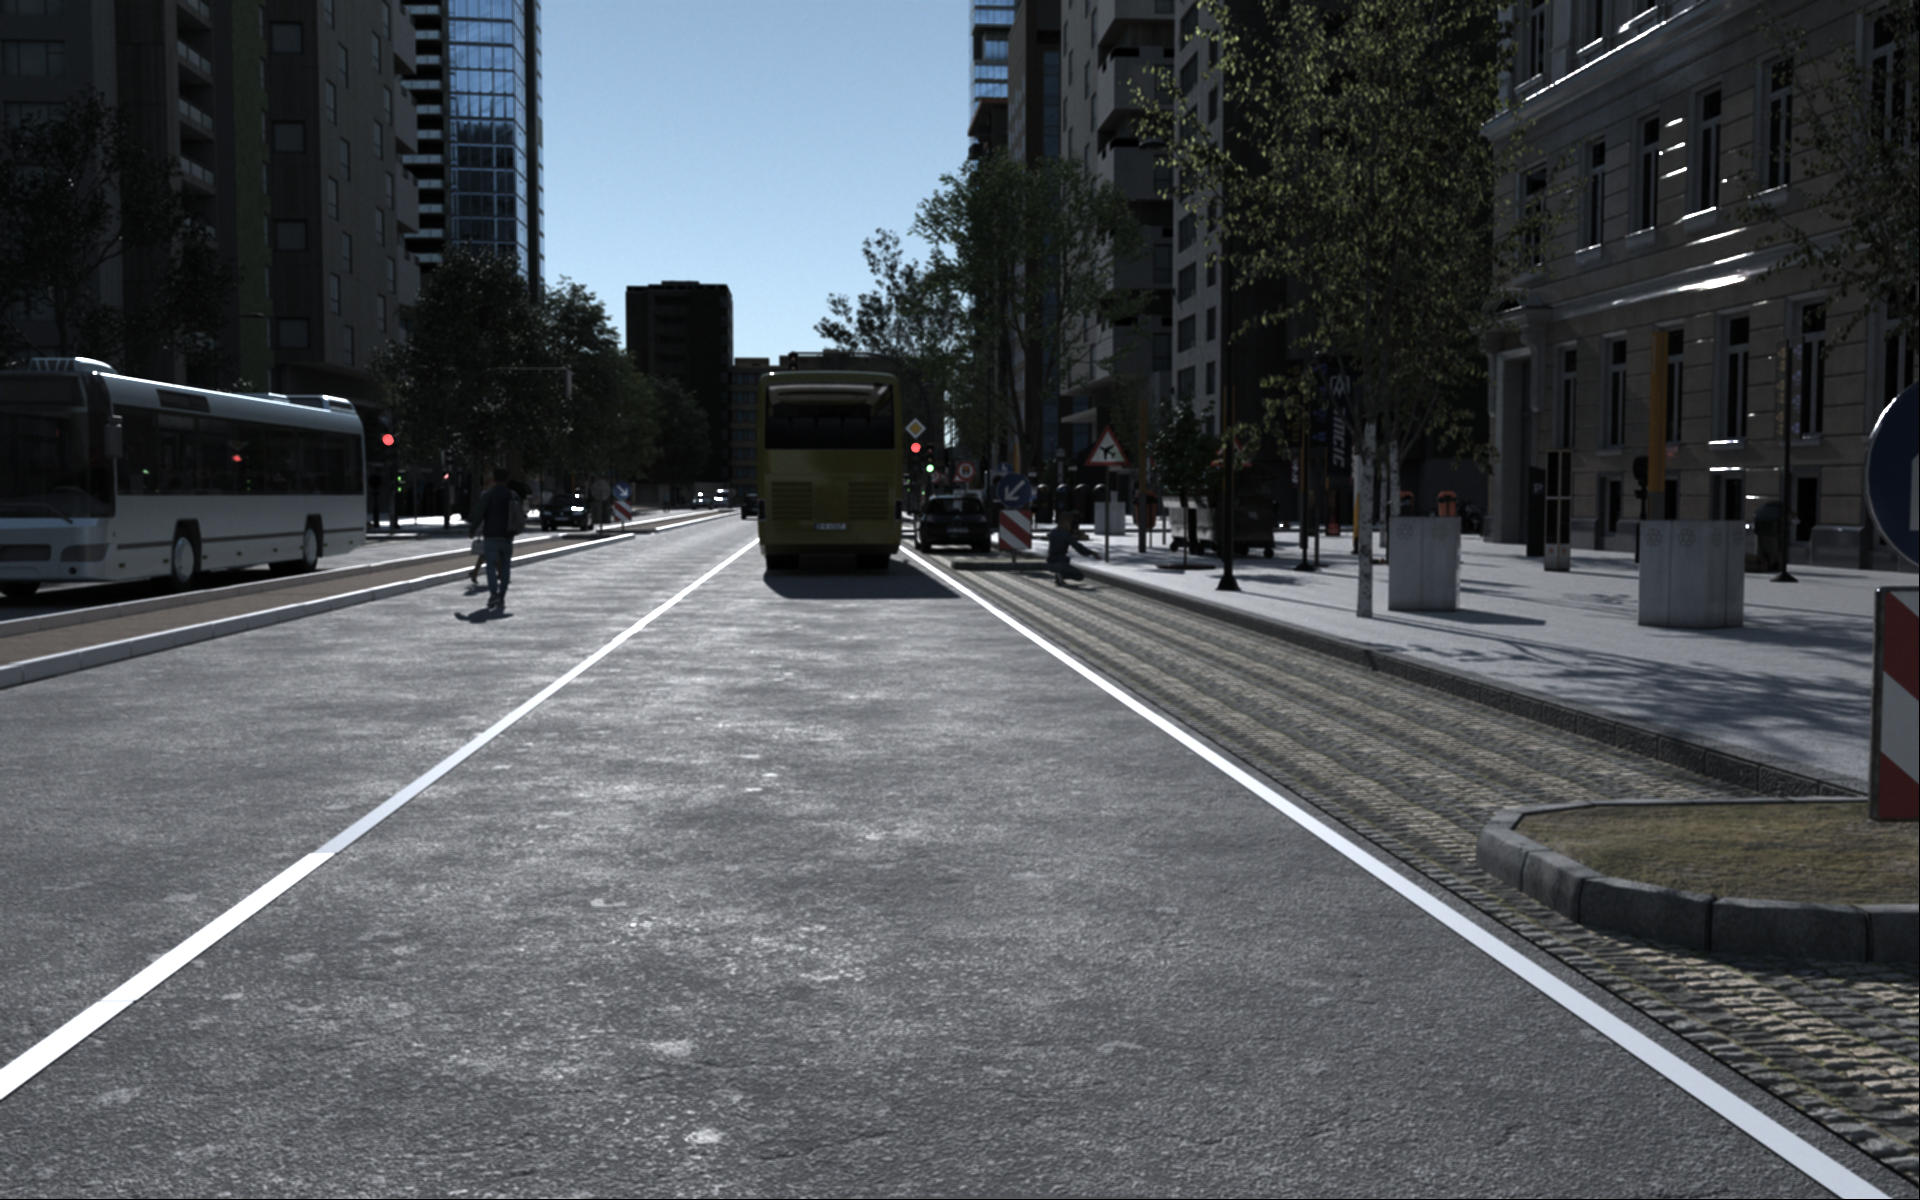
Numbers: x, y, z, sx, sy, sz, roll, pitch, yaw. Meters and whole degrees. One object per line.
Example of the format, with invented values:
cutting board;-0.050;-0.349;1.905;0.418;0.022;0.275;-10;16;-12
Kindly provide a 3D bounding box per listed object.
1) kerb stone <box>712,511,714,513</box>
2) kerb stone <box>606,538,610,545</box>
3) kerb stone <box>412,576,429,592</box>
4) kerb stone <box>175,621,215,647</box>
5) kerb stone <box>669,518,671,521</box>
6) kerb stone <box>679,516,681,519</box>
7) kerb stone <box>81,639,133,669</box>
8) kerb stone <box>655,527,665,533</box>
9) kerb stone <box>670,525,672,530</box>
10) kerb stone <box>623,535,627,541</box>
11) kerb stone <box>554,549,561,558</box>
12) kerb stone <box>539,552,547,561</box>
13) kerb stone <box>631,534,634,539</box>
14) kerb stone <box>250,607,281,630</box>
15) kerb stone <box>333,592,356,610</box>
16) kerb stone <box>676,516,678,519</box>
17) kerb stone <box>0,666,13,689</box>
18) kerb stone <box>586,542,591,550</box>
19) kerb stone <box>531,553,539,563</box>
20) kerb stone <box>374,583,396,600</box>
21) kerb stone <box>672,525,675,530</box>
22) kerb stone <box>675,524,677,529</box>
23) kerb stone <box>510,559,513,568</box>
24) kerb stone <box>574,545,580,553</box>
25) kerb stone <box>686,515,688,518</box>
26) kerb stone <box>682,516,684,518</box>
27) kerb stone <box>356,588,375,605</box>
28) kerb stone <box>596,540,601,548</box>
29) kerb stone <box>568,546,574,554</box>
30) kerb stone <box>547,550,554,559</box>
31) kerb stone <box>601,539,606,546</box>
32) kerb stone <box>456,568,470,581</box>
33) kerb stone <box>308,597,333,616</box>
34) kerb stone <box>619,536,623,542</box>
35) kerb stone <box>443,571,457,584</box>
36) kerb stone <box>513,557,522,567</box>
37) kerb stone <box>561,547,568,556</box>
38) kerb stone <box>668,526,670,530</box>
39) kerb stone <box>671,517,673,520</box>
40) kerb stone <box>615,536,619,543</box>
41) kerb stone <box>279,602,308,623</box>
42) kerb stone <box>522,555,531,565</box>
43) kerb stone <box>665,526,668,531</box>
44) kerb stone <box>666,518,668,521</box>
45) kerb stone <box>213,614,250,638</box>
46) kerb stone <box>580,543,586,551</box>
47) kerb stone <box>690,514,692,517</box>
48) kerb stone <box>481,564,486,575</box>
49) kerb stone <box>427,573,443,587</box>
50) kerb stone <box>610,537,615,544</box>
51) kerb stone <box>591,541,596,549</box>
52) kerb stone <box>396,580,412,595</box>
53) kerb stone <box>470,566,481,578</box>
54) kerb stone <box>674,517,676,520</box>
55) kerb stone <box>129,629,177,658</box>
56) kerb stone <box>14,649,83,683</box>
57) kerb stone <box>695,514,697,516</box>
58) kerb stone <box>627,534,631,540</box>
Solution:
kerb stone;-18.361;-6.428;127.330;0.120;0.150;1.000;0;4;-5
kerb stone;-9.950;-1.599;48.339;0.120;0.150;1.000;0;4;-5
kerb stone;-8.142;-0.217;25.857;0.120;0.150;1.000;0;4;-5
kerb stone;-7.423;0.339;16.647;0.120;0.150;1.000;0;4;-5
kerb stone;-15.514;-4.240;91.586;0.120;0.150;1.000;0;4;-5
kerb stone;-16.001;-4.619;97.717;0.120;0.150;1.000;0;4;-5
kerb stone;-7.256;0.464;14.603;0.120;0.150;1.000;0;4;-5
kerb stone;-11.294;-2.631;65.221;0.120;0.150;1.000;0;4;-5
kerb stone;-11.543;-2.817;68.294;0.120;0.150;1.000;0;4;-5
kerb stone;-10.272;-1.848;52.416;0.120;0.150;1.000;0;4;-5
kerb stone;-9.208;-1.033;39.147;0.120;0.150;1.000;0;4;-5
kerb stone;-9.050;-0.911;37.086;0.120;0.150;1.000;0;4;-5
kerb stone;-10.436;-1.973;54.459;0.120;0.150;1.000;0;4;-5
kerb stone;-7.579;0.215;18.696;0.120;0.150;1.000;0;4;-5
kerb stone;-7.825;0.031;21.768;0.120;0.150;1.000;0;4;-5
kerb stone;-15.841;-4.490;95.670;0.120;0.150;1.000;0;4;-5
kerb stone;-7.087;0.597;12.549;0.120;0.150;1.000;0;4;-5
kerb stone;-9.625;-1.349;44.259;0.120;0.150;1.000;0;4;-5
kerb stone;-8.959;-0.848;36.068;0.120;0.150;1.000;0;4;-5
kerb stone;-7.980;-0.099;23.809;0.120;0.150;1.000;0;4;-5
kerb stone;-11.624;-2.882;69.313;0.120;0.150;1.000;0;4;-5
kerb stone;-11.706;-2.943;70.332;0.120;0.150;1.000;0;4;-5
kerb stone;-8.724;-0.660;33.011;0.120;0.150;1.000;0;4;-5
kerb stone;-9.460;-1.224;42.210;0.120;0.150;1.000;0;4;-5
kerb stone;-16.411;-4.932;102.831;0.120;0.150;1.000;0;4;-5
kerb stone;-16.154;-4.743;99.770;0.120;0.150;1.000;0;4;-5
kerb stone;-7.915;-0.031;22.787;0.120;0.150;1.000;0;4;-5
kerb stone;-9.789;-1.474;46.301;0.120;0.150;1.000;0;4;-5
kerb stone;-9.376;-1.162;41.192;0.120;0.150;1.000;0;4;-5
kerb stone;-9.136;-0.971;38.115;0.120;0.150;1.000;0;4;-5
kerb stone;-9.867;-1.537;47.320;0.120;0.150;1.000;0;4;-5
kerb stone;-8.396;-0.408;28.924;0.120;0.150;1.000;0;4;-5
kerb stone;-7.745;0.098;20.734;0.120;0.150;1.000;0;4;-5
kerb stone;-10.186;-1.785;51.398;0.120;0.150;1.000;0;4;-5
kerb stone;-8.319;-0.343;27.904;0.120;0.150;1.000;0;4;-5
kerb stone;-8.813;-0.721;34.030;0.120;0.150;1.000;0;4;-5
kerb stone;-9.291;-1.099;40.166;0.120;0.150;1.000;0;4;-5
kerb stone;-11.467;-2.756;67.264;0.120;0.150;1.000;0;4;-5
kerb stone;-15.594;-4.307;92.613;0.120;0.150;1.000;0;4;-5
kerb stone;-10.111;-1.724;50.377;0.120;0.150;1.000;0;4;-5
kerb stone;-7.660;0.152;19.715;0.120;0.150;1.000;0;4;-5
kerb stone;-8.885;-0.784;35.049;0.120;0.150;1.000;0;4;-5
kerb stone;-11.377;-2.690;66.246;0.120;0.150;1.000;0;4;-5
kerb stone;-15.347;-4.119;89.540;0.120;0.150;1.000;0;4;-5
kerb stone;-7.500;0.278;17.675;0.120;0.150;1.000;0;4;-5
kerb stone;-9.539;-1.287;43.236;0.120;0.150;1.000;0;4;-5
kerb stone;-16.654;-5.117;105.897;0.120;0.150;1.000;0;4;-5
kerb stone;-8.563;-0.537;30.969;0.120;0.150;1.000;0;4;-5
kerb stone;-8.239;-0.287;26.883;0.120;0.150;1.000;0;4;-5
kerb stone;-10.033;-1.658;49.359;0.120;0.150;1.000;0;4;-5
kerb stone;-9.706;-1.412;45.277;0.120;0.150;1.000;0;4;-5
kerb stone;-8.068;-0.161;24.836;0.120;0.150;1.000;0;4;-5
kerb stone;-8.482;-0.473;29.950;0.120;0.150;1.000;0;4;-5
kerb stone;-15.758;-4.432;94.651;0.120;0.150;1.000;0;4;-5
kerb stone;-7.338;0.402;15.626;0.120;0.150;1.000;0;4;-5
kerb stone;-7.171;0.527;13.576;0.120;0.150;1.000;0;4;-5
kerb stone;-16.981;-5.369;109.978;0.120;0.150;1.000;0;4;-5
kerb stone;-10.353;-1.911;53.440;0.120;0.150;1.000;0;4;-5
